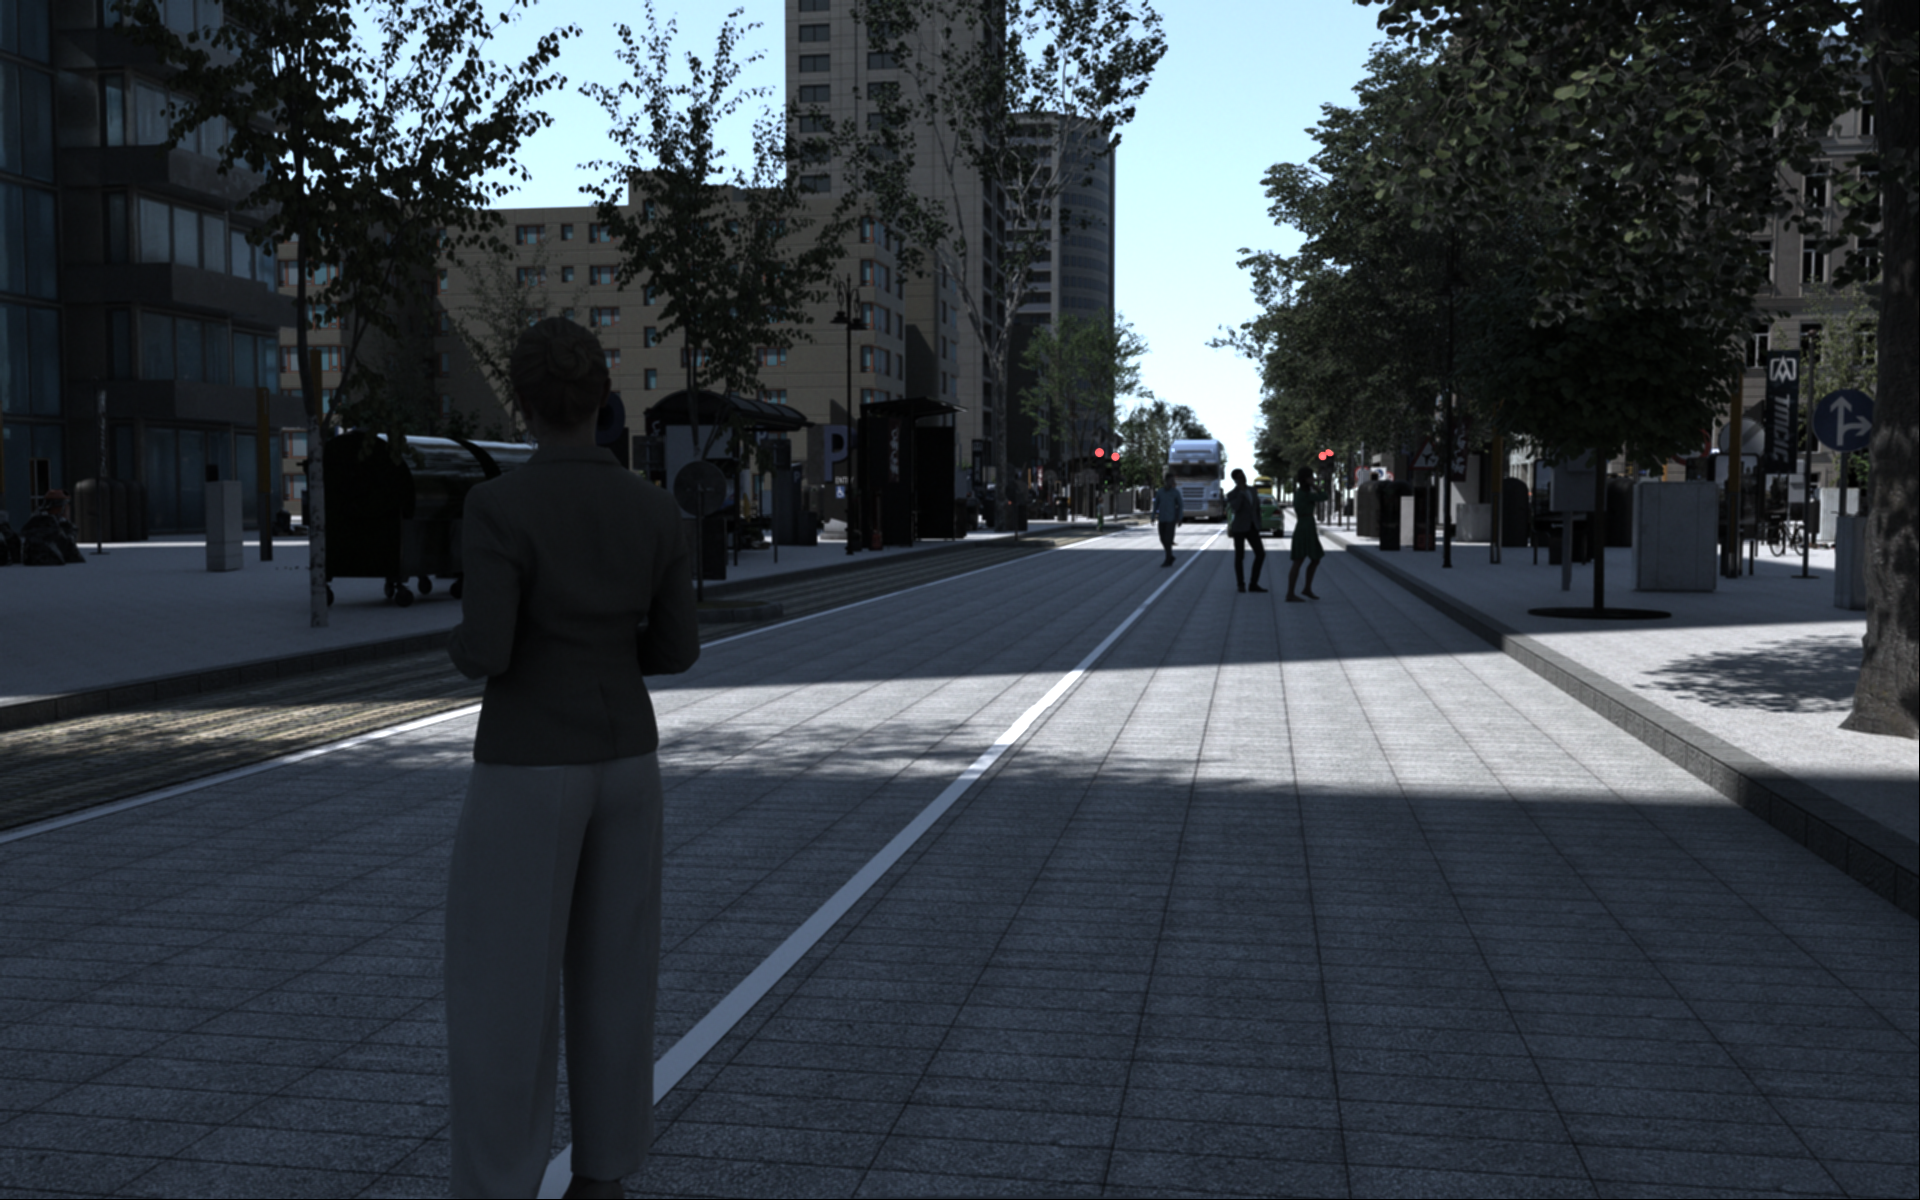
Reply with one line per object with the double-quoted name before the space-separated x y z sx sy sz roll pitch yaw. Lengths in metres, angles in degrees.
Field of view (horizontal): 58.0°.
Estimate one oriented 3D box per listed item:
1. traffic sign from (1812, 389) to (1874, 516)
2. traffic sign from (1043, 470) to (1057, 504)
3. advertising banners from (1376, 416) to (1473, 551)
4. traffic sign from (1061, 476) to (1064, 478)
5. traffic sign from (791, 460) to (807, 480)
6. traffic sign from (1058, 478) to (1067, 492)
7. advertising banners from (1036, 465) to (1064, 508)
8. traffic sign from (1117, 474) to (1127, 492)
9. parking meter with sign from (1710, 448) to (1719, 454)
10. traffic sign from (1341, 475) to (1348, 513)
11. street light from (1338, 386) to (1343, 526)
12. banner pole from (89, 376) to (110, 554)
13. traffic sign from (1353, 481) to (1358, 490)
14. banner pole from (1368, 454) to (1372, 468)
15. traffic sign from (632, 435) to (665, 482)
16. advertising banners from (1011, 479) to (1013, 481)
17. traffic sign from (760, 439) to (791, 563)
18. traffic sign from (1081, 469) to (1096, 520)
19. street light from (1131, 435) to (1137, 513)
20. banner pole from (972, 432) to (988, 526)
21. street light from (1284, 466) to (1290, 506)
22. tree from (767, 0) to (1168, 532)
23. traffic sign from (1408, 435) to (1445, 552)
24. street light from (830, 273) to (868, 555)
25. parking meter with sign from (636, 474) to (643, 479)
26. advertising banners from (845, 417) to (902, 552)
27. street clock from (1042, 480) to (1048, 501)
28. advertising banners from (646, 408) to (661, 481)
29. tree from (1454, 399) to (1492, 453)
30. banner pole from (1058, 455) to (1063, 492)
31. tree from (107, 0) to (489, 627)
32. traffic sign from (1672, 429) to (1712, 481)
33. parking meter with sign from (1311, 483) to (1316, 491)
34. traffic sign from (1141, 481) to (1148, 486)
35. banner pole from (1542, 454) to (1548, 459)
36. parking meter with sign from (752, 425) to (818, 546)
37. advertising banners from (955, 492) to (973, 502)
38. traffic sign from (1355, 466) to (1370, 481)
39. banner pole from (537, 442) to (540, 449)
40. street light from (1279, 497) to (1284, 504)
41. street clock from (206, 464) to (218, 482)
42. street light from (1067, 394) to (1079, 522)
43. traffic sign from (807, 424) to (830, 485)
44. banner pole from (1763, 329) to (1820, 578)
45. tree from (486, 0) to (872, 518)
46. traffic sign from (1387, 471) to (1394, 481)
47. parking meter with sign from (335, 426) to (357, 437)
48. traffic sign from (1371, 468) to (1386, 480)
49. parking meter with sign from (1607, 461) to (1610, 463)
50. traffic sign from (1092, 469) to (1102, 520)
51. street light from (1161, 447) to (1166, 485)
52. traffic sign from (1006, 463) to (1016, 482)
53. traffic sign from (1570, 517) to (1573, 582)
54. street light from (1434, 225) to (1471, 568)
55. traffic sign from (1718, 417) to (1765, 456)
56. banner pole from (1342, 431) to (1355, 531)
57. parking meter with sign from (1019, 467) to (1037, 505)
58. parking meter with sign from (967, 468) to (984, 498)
"traffic sign" 10.748 -1.283 21.078 0.768 2.556 0.104 1 4 14
"traffic sign" 4.684 -5.542 90.713 0.768 2.556 0.104 1 4 15
"advertising banners" 10.445 -2.618 38.986 2.074 3.025 0.090 1 4 15
"traffic sign" 6.794 -7.196 117.764 0.768 2.556 0.104 1 4 11
"traffic sign" -4.769 -3.015 51.424 0.606 2.300 0.079 1 4 15
"traffic sign" 6.405 -6.545 109.145 0.606 2.300 0.079 1 4 12
"advertising banners" 5.478 -6.694 105.640 2.074 3.025 0.090 3 5 40
"traffic sign" 10.212 -6.714 109.877 0.768 2.556 0.104 1 4 18
"parking meter with sign" 29.468 -4.276 66.174 1.738 3.016 0.543 -2 4 -25
"traffic sign" 25.249 -6.958 113.866 0.768 2.556 0.104 1 4 18
"street light" 15.116 -5.869 68.753 0.468 5.910 1.993 1 4 10
"banner pole" -18.192 -2.854 36.674 0.863 3.779 0.401 3 5 45
"traffic sign" 33.350 -8.958 146.561 0.768 2.556 0.104 1 4 18
"banner pole" 25.794 -7.303 109.416 0.863 3.779 0.401 -2 4 -33
"traffic sign" -5.446 -1.723 30.302 0.606 2.300 0.079 1 4 14
"advertising banners" 3.341 -7.246 114.652 0.090 3.025 2.074 0 4 -5
"traffic sign" -3.435 -1.843 32.258 0.606 2.300 0.079 1 4 14
"traffic sign" 6.368 -5.270 86.264 0.768 2.556 0.104 1 4 10
"street light" 11.834 -8.923 118.684 0.468 5.910 1.993 1 4 10
"banner pole" 0.852 -4.869 69.630 0.863 3.779 0.401 -1 4 -19
"street light" 35.774 -13.165 188.040 0.468 5.910 1.993 1 4 10
"tree" 0.336 -12.419 58.946 12.611 20.169 13.585 0 3 0
"traffic sign" 10.372 -2.348 38.399 0.884 2.594 0.081 1 4 12
"street light" -2.330 -3.894 36.447 0.468 5.910 1.993 1 4 10
"parking meter with sign" -12.406 -4.255 65.837 0.543 3.016 1.738 3 5 43
"advertising banners" -1.930 -2.630 39.188 0.090 3.025 2.074 2 4 35
"street clock" 4.431 -5.244 90.307 0.358 2.002 0.471 1 4 14
"advertising banners" -6.791 -2.364 34.840 2.074 3.025 0.090 -2 4 -31
"tree" 29.118 -8.816 94.507 4.737 8.622 4.395 0 3 0
"banner pole" 6.488 -7.438 111.632 0.401 3.779 0.863 2 4 28
"tree" -5.960 -4.046 16.518 4.737 8.622 4.395 0 3 0
"traffic sign" 13.197 -1.915 31.424 0.768 2.556 0.104 1 4 11
"parking meter with sign" 24.990 -7.704 122.220 1.738 3.016 0.543 -2 4 -23
"traffic sign" 15.630 -8.997 147.202 0.768 2.556 0.104 1 4 19
"banner pole" 13.175 -2.959 38.404 0.863 3.779 0.401 -2 4 -29
"parking meter with sign" -4.344 -2.877 43.300 1.738 3.016 0.543 2 4 33
"advertising banners" -0.123 -6.934 109.552 2.074 3.025 0.090 2 4 30
"traffic sign" 17.877 -4.702 76.986 0.768 2.556 0.104 1 4 19
"banner pole" -17.682 -4.988 71.568 0.863 3.779 0.401 1 4 13
"street light" 42.419 -15.529 226.685 0.468 5.910 1.993 1 4 10
"street clock" -18.205 -2.302 42.201 0.358 2.002 0.471 -2 4 -31
"street light" 5.237 -6.559 80.030 0.468 5.910 1.993 1 4 10
"traffic sign" -3.327 -3.433 50.000 2.265 3.308 0.079 1 4 13
"banner pole" 12.727 -2.231 26.488 0.863 3.779 0.401 1 4 18
"tree" -3.809 -4.658 26.525 4.737 8.622 4.395 0 3 0
"traffic sign" 23.981 -5.932 97.086 0.768 2.556 0.104 1 4 18
"parking meter with sign" -15.680 -2.885 43.430 0.543 3.016 1.738 0 4 2
"traffic sign" 15.982 -3.918 66.187 0.606 2.300 0.079 1 4 16
"parking meter with sign" 23.904 -4.244 65.654 1.738 3.016 0.543 -3 5 -39
"traffic sign" 6.779 -5.327 87.200 0.768 2.556 0.104 1 4 12
"street light" 18.186 -11.156 155.186 0.468 5.910 1.993 1 4 10
"traffic sign" 1.887 -4.314 70.638 0.768 2.556 0.104 1 4 14
"traffic sign" 8.914 -1.541 25.298 0.768 2.556 0.104 1 4 14
"street light" 8.507 -3.503 30.064 0.468 5.910 1.993 1 4 10
"traffic sign" 13.023 -1.760 28.885 0.768 2.556 0.104 1 4 16
"banner pole" 13.629 -4.302 60.356 0.401 3.779 0.863 2 4 31
"parking meter with sign" 4.052 -7.034 111.268 1.738 3.016 0.543 2 4 34
"parking meter with sign" 1.280 -7.428 117.708 0.543 3.016 1.738 3 5 44
